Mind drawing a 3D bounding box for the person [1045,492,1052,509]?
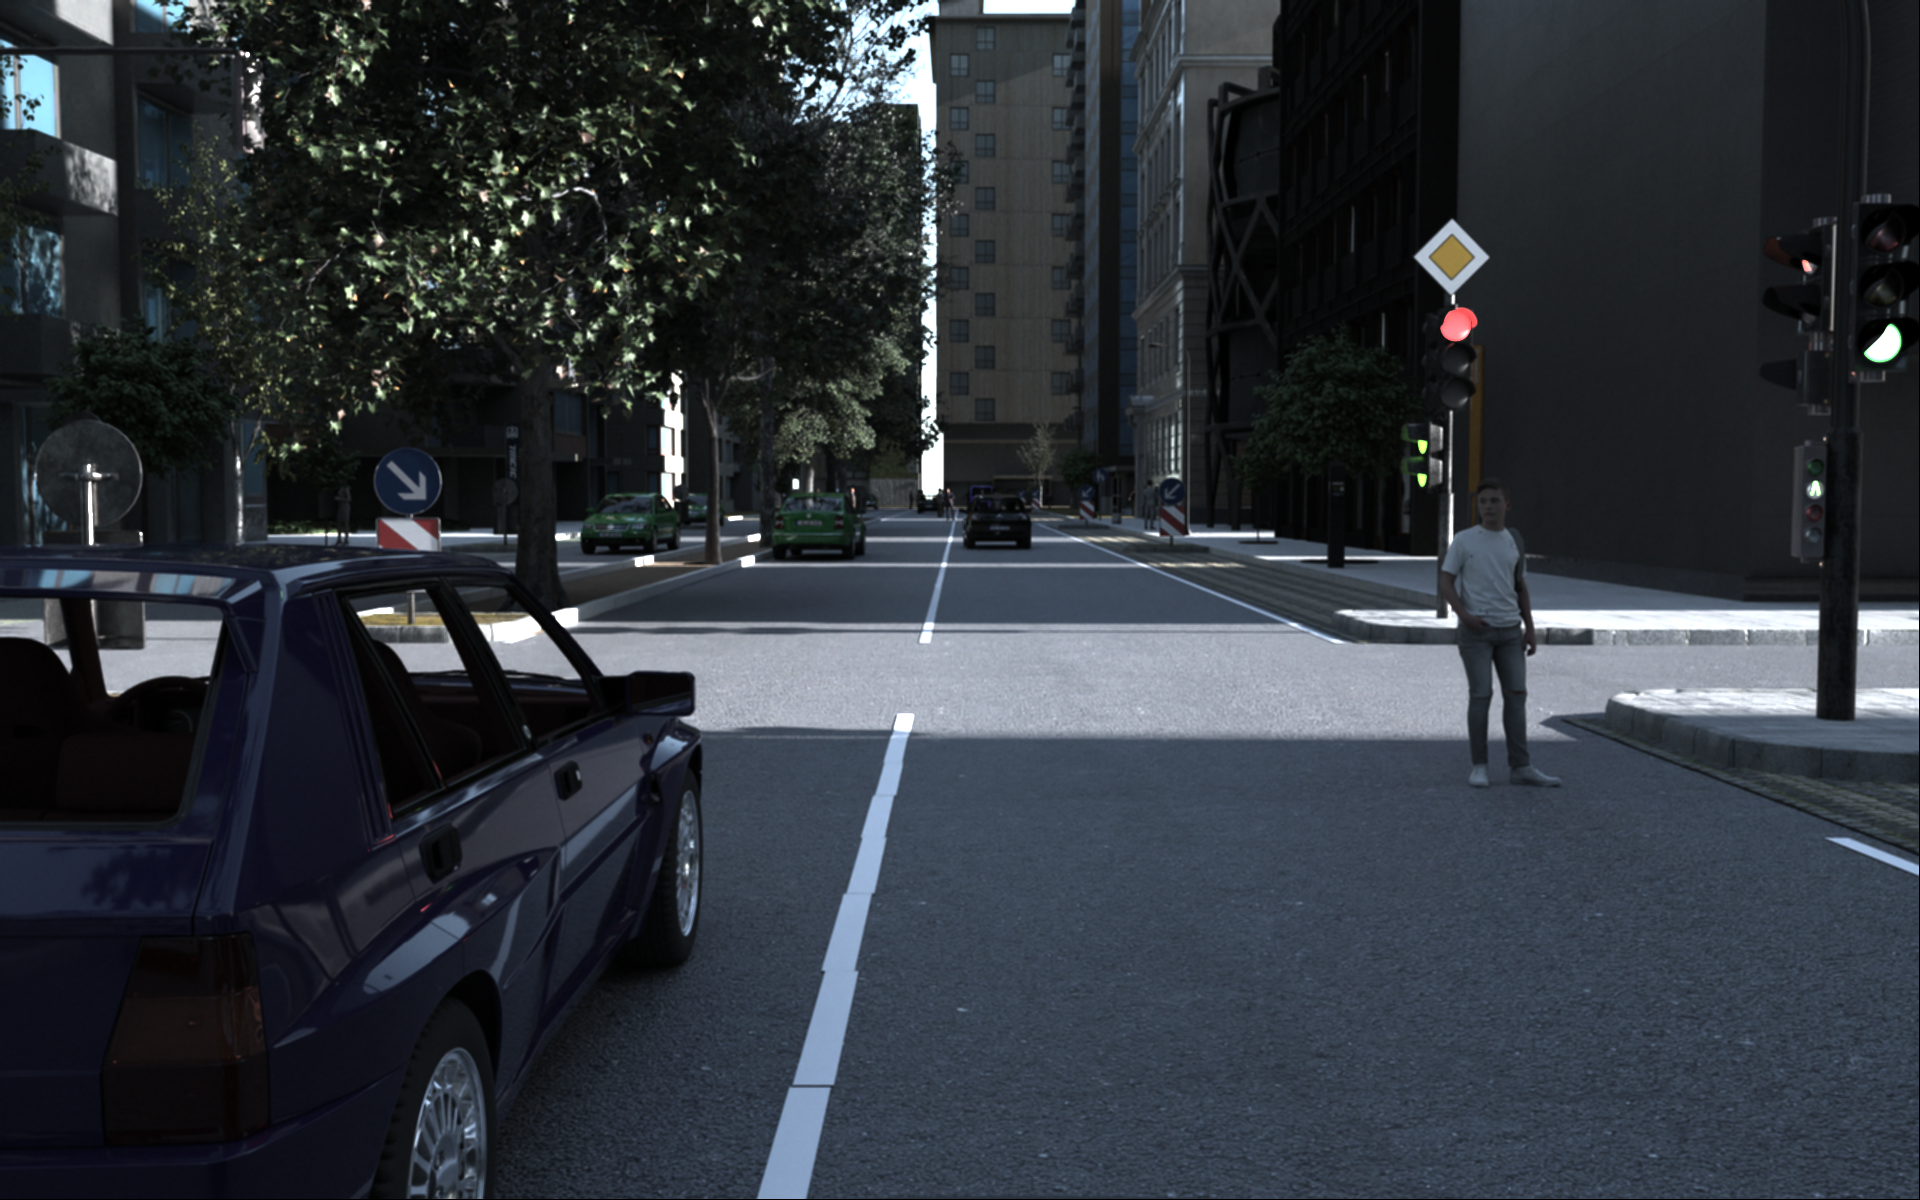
[{"bbox_3d":[7.646,-8.605,149.973,0.697,1.427,0.421,-3,5,-40],"label":"person"}]

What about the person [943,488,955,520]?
[{"bbox_3d":[-0.566,-5.218,94.261,0.683,1.767,0.568,0,4,-1],"label":"person"}]

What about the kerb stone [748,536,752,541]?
[{"bbox_3d":[-6.419,-1.810,51.806,0.120,0.150,1.000,0,3,0],"label":"kerb stone"}]

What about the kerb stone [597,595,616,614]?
[{"bbox_3d":[-4.358,0.073,21.005,0.120,0.150,1.000,0,3,0],"label":"kerb stone"}]

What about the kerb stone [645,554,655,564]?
[{"bbox_3d":[-6.435,-0.802,35.400,0.120,0.150,1.000,0,3,0],"label":"kerb stone"}]

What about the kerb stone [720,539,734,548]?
[{"bbox_3d":[-6.430,-1.561,47.715,0.120,0.150,1.000,0,3,0],"label":"kerb stone"}]

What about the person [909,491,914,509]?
[{"bbox_3d":[-4.651,-9.585,165.764,0.434,1.755,0.990,0,4,8],"label":"person"}]

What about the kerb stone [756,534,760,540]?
[{"bbox_3d":[-6.423,-1.930,53.851,0.120,0.150,1.000,0,3,0],"label":"kerb stone"}]

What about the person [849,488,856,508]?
[{"bbox_3d":[-6.003,-5.396,97.271,0.434,1.755,0.990,0,4,-5],"label":"person"}]

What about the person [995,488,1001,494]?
[{"bbox_3d":[2.526,-6.473,114.331,1.348,1.824,0.705,-2,4,-28],"label":"person"}]

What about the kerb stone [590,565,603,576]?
[{"bbox_3d":[-6.443,-0.494,30.266,0.120,0.150,1.000,0,3,0],"label":"kerb stone"}]

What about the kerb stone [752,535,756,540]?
[{"bbox_3d":[-6.423,-1.873,52.829,0.120,0.150,1.000,0,3,0],"label":"kerb stone"}]

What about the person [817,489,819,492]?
[{"bbox_3d":[-13.962,-10.041,170.233,1.348,1.822,0.705,-2,4,-27],"label":"person"}]

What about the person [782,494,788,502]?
[{"bbox_3d":[-15.504,-8.782,152.811,0.799,1.438,0.628,0,4,-5],"label":"person"}]

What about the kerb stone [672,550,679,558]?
[{"bbox_3d":[-6.432,-0.996,38.474,0.120,0.150,1.000,0,3,0],"label":"kerb stone"}]

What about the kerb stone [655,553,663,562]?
[{"bbox_3d":[-6.450,-0.870,36.428,0.120,0.150,1.000,0,3,0],"label":"kerb stone"}]

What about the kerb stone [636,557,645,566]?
[{"bbox_3d":[-6.444,-0.745,34.369,0.120,0.150,1.000,0,3,0],"label":"kerb stone"}]

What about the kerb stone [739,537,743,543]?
[{"bbox_3d":[-6.430,-1.682,49.762,0.120,0.150,1.000,0,3,0],"label":"kerb stone"}]

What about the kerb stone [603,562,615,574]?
[{"bbox_3d":[-6.444,-0.556,31.297,0.120,0.150,1.000,0,3,0],"label":"kerb stone"}]

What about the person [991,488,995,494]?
[{"bbox_3d":[2.366,-6.952,122.105,1.348,1.831,0.705,-1,4,-17],"label":"person"}]

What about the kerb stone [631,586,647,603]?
[{"bbox_3d":[-4.347,-0.053,23.058,0.120,0.150,1.000,0,3,0],"label":"kerb stone"}]

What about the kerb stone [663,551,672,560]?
[{"bbox_3d":[-6.429,-0.931,37.452,0.120,0.150,1.000,0,3,0],"label":"kerb stone"}]

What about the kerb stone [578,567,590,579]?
[{"bbox_3d":[-6.450,-0.431,29.243,0.120,0.150,1.000,0,3,0],"label":"kerb stone"}]

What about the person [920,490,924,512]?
[{"bbox_3d":[-2.862,-7.745,135.858,0.721,1.743,1.217,1,4,19],"label":"person"}]

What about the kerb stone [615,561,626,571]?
[{"bbox_3d":[-6.444,-0.619,32.319,0.120,0.150,1.000,0,3,0],"label":"kerb stone"}]

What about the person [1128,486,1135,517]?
[{"bbox_3d":[9.933,-5.577,97.750,1.217,1.766,0.721,-3,5,-39],"label":"person"}]

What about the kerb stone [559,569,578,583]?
[{"bbox_3d":[-6.444,-0.369,28.221,0.120,0.150,1.000,0,3,0],"label":"kerb stone"}]

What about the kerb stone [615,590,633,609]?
[{"bbox_3d":[-4.352,0.010,22.027,0.120,0.150,1.000,0,3,0],"label":"kerb stone"}]

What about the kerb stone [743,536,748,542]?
[{"bbox_3d":[-6.424,-1.749,50.784,0.120,0.150,1.000,0,3,0],"label":"kerb stone"}]

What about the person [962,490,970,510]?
[{"bbox_3d":[0.810,-8.927,154.480,1.348,1.821,0.705,0,4,5],"label":"person"}]

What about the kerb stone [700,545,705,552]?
[{"bbox_3d":[-6.436,-1.244,42.585,0.120,0.150,1.000,0,3,0],"label":"kerb stone"}]

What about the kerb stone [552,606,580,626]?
[{"bbox_3d":[-4.360,0.200,18.959,0.120,0.150,1.000,0,3,0],"label":"kerb stone"}]

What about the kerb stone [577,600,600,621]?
[{"bbox_3d":[-4.348,0.137,19.982,0.120,0.150,1.000,0,3,0],"label":"kerb stone"}]

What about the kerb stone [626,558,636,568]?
[{"bbox_3d":[-6.437,-0.673,33.342,0.120,0.150,1.000,0,3,0],"label":"kerb stone"}]

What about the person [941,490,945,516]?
[{"bbox_3d":[-1.163,-6.302,112.470,0.756,1.711,0.436,1,4,11],"label":"person"}]

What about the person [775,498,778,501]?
[{"bbox_3d":[-14.043,-7.323,129.039,1.065,1.426,0.557,1,4,22],"label":"person"}]

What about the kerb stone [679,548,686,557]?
[{"bbox_3d":[-6.438,-1.058,39.497,0.120,0.150,1.000,0,3,0],"label":"kerb stone"}]

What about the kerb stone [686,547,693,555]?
[{"bbox_3d":[-6.438,-1.120,40.536,0.120,0.150,1.000,0,3,0],"label":"kerb stone"}]

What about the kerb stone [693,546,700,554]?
[{"bbox_3d":[-6.426,-1.184,41.560,0.120,0.150,1.000,0,3,0],"label":"kerb stone"}]

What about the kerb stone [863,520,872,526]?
[{"bbox_3d":[-4.297,-3.562,80.436,0.120,0.150,1.000,0,3,0],"label":"kerb stone"}]

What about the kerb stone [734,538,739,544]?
[{"bbox_3d":[-6.425,-1.623,48.738,0.120,0.150,1.000,0,3,0],"label":"kerb stone"}]

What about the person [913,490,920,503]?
[{"bbox_3d":[-3.666,-8.818,152.669,0.705,1.824,1.348,-2,4,-33],"label":"person"}]
